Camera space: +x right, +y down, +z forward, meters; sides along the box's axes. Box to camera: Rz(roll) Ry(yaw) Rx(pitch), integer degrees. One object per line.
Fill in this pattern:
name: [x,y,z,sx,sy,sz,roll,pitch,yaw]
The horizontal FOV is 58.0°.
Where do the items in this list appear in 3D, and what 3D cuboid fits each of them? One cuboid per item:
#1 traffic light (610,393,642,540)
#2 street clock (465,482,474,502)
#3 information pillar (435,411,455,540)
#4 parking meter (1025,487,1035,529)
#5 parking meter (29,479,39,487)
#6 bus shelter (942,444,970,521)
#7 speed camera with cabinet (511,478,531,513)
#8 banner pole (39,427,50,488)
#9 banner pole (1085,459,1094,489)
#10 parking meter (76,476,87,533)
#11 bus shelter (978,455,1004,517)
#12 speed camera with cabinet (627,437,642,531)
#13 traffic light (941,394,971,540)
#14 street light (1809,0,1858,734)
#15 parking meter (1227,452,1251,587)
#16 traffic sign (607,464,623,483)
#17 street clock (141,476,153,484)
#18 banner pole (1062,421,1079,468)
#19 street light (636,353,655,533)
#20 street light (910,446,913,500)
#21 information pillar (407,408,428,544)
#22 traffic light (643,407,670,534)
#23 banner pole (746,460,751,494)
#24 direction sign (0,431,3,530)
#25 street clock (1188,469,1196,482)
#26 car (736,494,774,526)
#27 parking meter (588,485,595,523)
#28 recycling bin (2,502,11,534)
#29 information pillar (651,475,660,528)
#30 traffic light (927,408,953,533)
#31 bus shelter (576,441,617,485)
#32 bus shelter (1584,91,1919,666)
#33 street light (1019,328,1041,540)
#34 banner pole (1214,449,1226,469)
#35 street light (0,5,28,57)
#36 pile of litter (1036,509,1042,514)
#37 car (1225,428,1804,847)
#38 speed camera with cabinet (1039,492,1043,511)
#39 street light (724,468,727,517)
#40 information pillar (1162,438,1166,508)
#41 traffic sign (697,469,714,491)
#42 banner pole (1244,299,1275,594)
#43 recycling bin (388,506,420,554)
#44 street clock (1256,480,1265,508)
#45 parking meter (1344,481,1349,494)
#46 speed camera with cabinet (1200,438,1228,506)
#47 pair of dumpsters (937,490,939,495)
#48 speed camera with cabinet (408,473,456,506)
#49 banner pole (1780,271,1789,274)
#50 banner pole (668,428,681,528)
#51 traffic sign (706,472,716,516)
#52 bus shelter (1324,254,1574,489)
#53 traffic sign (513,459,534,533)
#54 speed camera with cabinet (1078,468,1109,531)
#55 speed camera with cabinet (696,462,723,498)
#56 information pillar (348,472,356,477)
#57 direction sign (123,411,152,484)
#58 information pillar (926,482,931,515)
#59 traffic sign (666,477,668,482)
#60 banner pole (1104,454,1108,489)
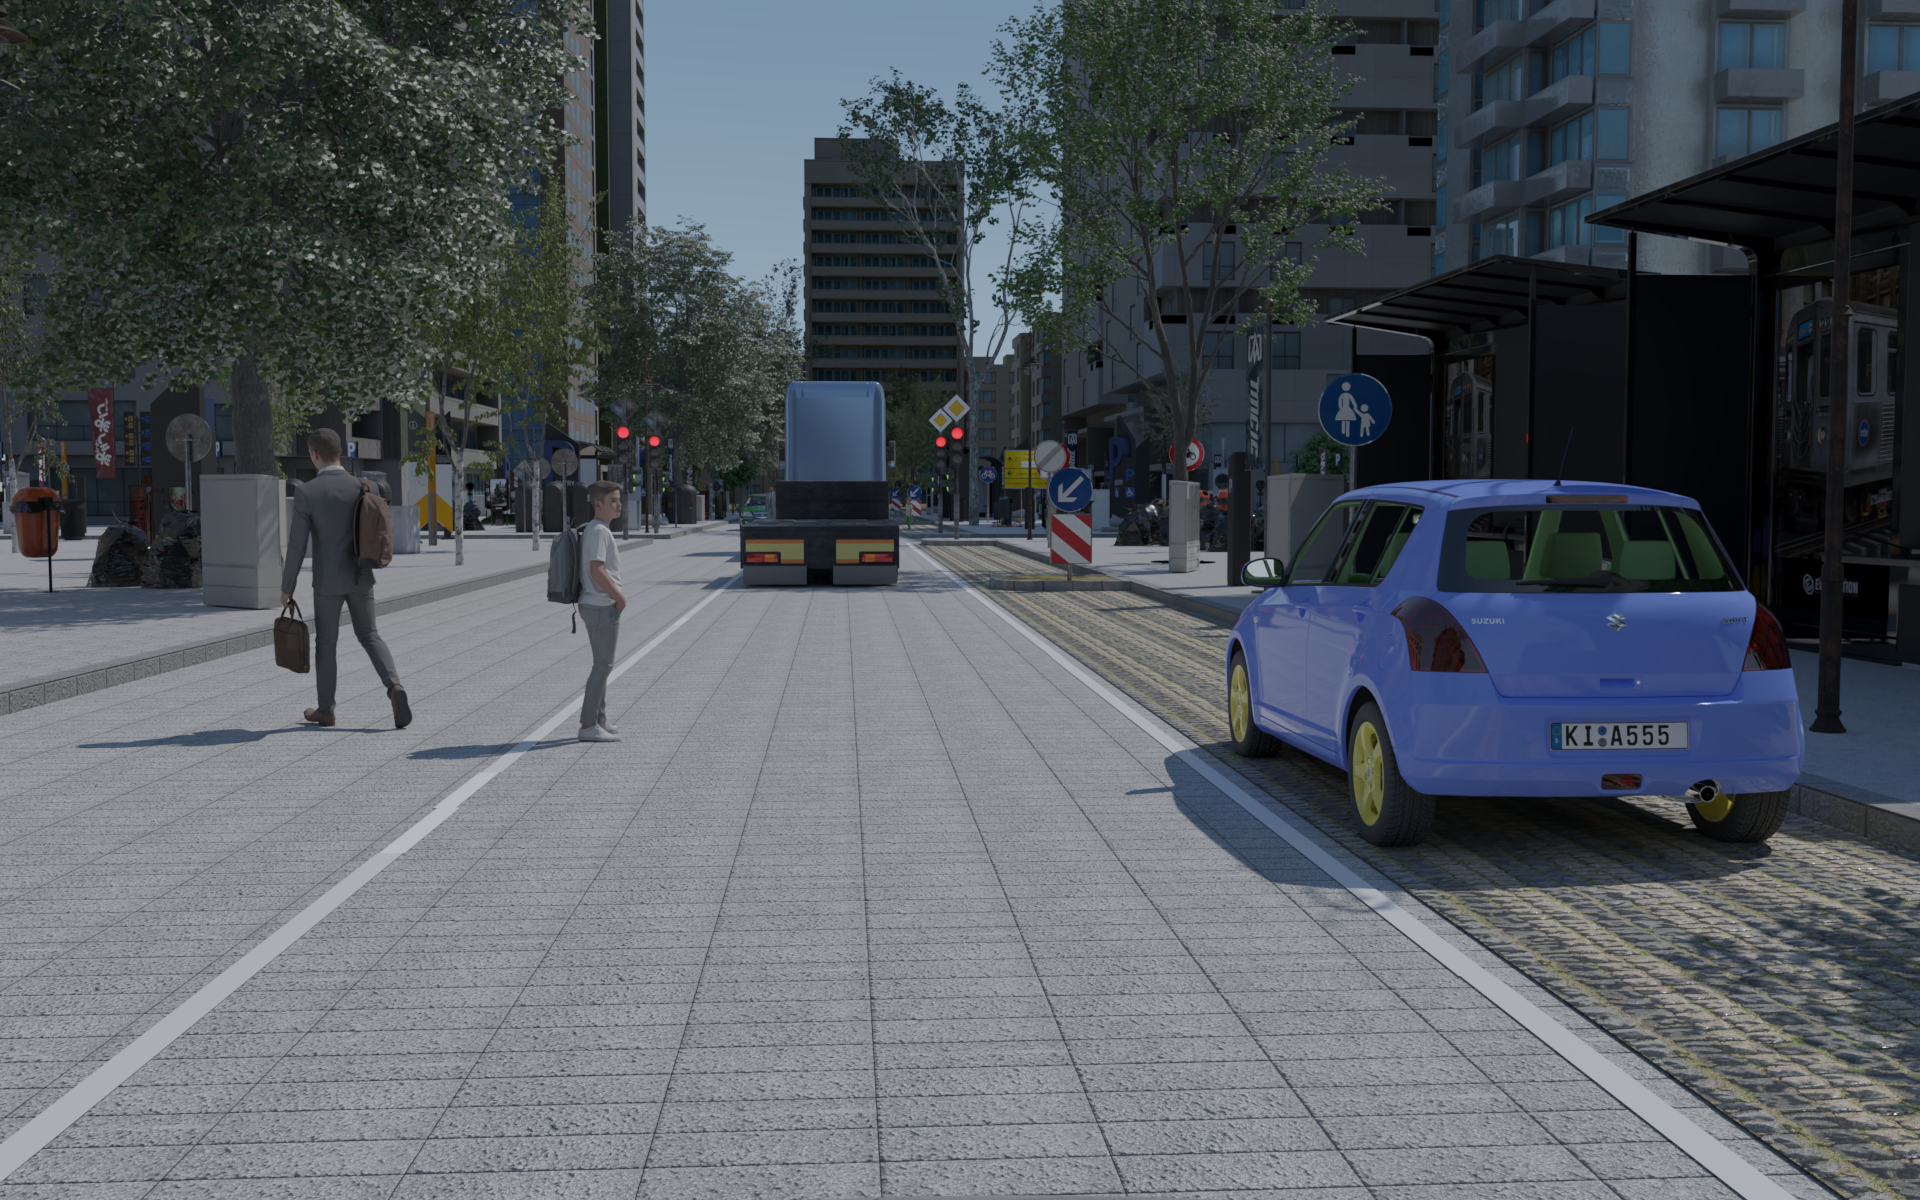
traffic light: [-9.304,-3.624,48.178,0.839,4.253,0.868,0,4,-4]
street clock: [-29.485,-6.095,104.219,0.471,2.002,0.358,-3,4,-37]
information pillar: [-14.513,-3.506,48.680,0.504,3.616,0.183,-3,5,-40]
parking meter: [2.539,-3.341,63.042,0.372,1.533,0.369,0,3,0]
parking meter: [-36.568,-3.831,68.356,0.399,1.863,0.255,0,4,0]
bus shelter: [-0.200,-5.681,84.162,1.731,3.624,6.357,0,4,-4]
speed camera with cabinet: [-30.448,-7.753,121.090,0.660,3.252,2.038,2,4,31]
banner pole: [-34.080,-4.560,64.567,0.401,3.779,0.863,0,4,-2]
banner pole: [9.160,-8.153,123.320,0.863,3.779,0.401,0,4,6]
parking meter: [-28.705,-3.112,56.586,0.255,1.863,0.399,-2,4,-28]
bus shelter: [1.197,-6.084,93.405,2.014,3.302,5.546,0,4,-4]
speed camera with cabinet: [-11.524,-4.072,60.914,0.660,3.252,2.038,-1,4,-12]
traffic light: [-0.116,-3.663,48.818,0.839,4.253,0.868,0,4,-4]
street light: [4.689,-2.226,9.179,0.468,5.910,1.993,0,4,-4]
parking meter: [3.895,-1.129,24.169,0.255,1.863,0.399,0,4,-5]
traffic sign: [-11.789,-3.505,59.428,0.606,2.300,0.079,0,4,2]
street clock: [-31.981,-3.894,68.239,0.471,2.002,0.358,1,4,9]
banner pole: [3.738,-4.253,59.561,0.863,3.779,0.401,-2,4,-32]
street light: [-10.315,-5.146,56.924,0.468,5.910,1.993,0,4,-4]
street light: [-3.712,-9.710,131.545,0.468,5.910,1.993,0,4,-4]
information pillar: [-14.030,-3.269,44.797,0.504,3.616,0.183,-1,4,-11]
traffic light: [-9.847,-4.112,56.145,0.839,4.253,0.868,0,4,-4]
banner pole: [-16.317,-8.529,129.471,0.863,3.779,0.401,-3,4,-38]
direction sign: [-34.728,-4.309,62.441,0.876,3.537,0.379,3,4,38]
street clock: [5.140,-2.089,38.732,0.358,2.002,0.471,0,4,1]
car: [-7.785,-3.476,68.631,2.131,1.459,4.920,0,4,-5]
parking meter: [-9.115,-2.135,43.313,0.372,1.533,0.369,0,3,0]
recycling bin: [-30.364,-2.653,55.930,0.722,1.027,0.722,0,4,7]
information pillar: [-11.656,-3.784,66.354,0.304,2.012,0.304,0,4,-5]
traffic light: [-0.658,-4.151,56.784,0.839,4.253,0.868,0,4,-4]
bus shelter: [-14.709,-4.550,68.319,2.014,3.302,5.546,0,4,-4]
bus shelter: [6.346,-1.253,11.768,1.731,3.624,6.357,0,4,-4]
street light: [1.953,-4.618,48.295,0.468,5.910,1.993,0,4,-4]
banner pole: [14.445,-6.487,96.073,0.863,3.779,0.401,2,4,31]
street light: [-7.395,-2.444,12.741,0.468,5.910,1.993,0,4,-4]
pile of litter: [5.745,-6.077,113.321,1.719,0.858,1.176,0,4,2]
car: [2.402,0.075,8.357,1.945,1.707,3.694,0,4,-4]
speed camera with cabinet: [5.139,-8.249,129.201,2.038,3.252,0.660,0,4,1]
street light: [-13.048,-7.541,96.076,0.468,5.910,1.993,0,4,-4]
information pillar: [8.611,-5.001,73.123,0.183,3.616,0.504,0,4,-5]
traffic sign: [-12.911,-5.366,87.738,0.884,2.594,0.081,0,4,-2]
banner pole: [3.896,-1.988,22.514,0.401,3.779,0.863,-1,4,-17]
recycling bin: [-12.130,-1.517,37.359,0.722,1.027,0.722,0,4,8]
street clock: [15.753,-5.275,90.813,0.471,2.002,0.358,3,5,45]
parking meter: [6.409,-1.263,29.056,0.372,1.533,0.369,0,3,0]
speed camera with cabinet: [8.555,-4.078,61.014,2.038,3.252,0.660,1,4,8]
pair of dumpsters: [-0.501,-6.455,108.037,1.574,2.255,4.437,0,4,-4]
speed camera with cabinet: [-23.337,-5.029,76.559,2.038,3.252,0.660,-1,4,-13]
banner pole: [8.200,-1.676,17.419,0.401,3.779,0.863,1,4,14]
banner pole: [-10.872,-4.620,65.561,0.401,3.779,0.863,1,4,18]
traffic sign: [-14.595,-6.159,100.812,0.768,2.556,0.104,0,3,0]
bus shelter: [5.907,-1.765,20.144,1.731,3.624,6.357,0,4,-4]
traffic sign: [-14.327,-3.413,56.987,0.795,2.450,0.064,0,4,6]
speed camera with cabinet: [4.742,-4.088,61.179,2.038,3.252,0.660,3,5,44]
speed camera with cabinet: [-15.150,-6.650,103.070,2.038,3.252,0.660,0,3,0]
information pillar: [-20.675,-3.318,58.749,0.304,2.012,0.304,-3,4,-38]
direction sign: [-22.587,-3.404,47.647,0.876,3.537,0.379,1,4,15]
information pillar: [-1.941,-6.301,107.517,0.304,2.012,0.304,-1,4,-11]
traffic sign: [-17.376,-6.384,104.480,0.768,2.556,0.104,0,4,1]
banner pole: [9.057,-7.181,107.427,0.401,3.779,0.863,1,4,22]
